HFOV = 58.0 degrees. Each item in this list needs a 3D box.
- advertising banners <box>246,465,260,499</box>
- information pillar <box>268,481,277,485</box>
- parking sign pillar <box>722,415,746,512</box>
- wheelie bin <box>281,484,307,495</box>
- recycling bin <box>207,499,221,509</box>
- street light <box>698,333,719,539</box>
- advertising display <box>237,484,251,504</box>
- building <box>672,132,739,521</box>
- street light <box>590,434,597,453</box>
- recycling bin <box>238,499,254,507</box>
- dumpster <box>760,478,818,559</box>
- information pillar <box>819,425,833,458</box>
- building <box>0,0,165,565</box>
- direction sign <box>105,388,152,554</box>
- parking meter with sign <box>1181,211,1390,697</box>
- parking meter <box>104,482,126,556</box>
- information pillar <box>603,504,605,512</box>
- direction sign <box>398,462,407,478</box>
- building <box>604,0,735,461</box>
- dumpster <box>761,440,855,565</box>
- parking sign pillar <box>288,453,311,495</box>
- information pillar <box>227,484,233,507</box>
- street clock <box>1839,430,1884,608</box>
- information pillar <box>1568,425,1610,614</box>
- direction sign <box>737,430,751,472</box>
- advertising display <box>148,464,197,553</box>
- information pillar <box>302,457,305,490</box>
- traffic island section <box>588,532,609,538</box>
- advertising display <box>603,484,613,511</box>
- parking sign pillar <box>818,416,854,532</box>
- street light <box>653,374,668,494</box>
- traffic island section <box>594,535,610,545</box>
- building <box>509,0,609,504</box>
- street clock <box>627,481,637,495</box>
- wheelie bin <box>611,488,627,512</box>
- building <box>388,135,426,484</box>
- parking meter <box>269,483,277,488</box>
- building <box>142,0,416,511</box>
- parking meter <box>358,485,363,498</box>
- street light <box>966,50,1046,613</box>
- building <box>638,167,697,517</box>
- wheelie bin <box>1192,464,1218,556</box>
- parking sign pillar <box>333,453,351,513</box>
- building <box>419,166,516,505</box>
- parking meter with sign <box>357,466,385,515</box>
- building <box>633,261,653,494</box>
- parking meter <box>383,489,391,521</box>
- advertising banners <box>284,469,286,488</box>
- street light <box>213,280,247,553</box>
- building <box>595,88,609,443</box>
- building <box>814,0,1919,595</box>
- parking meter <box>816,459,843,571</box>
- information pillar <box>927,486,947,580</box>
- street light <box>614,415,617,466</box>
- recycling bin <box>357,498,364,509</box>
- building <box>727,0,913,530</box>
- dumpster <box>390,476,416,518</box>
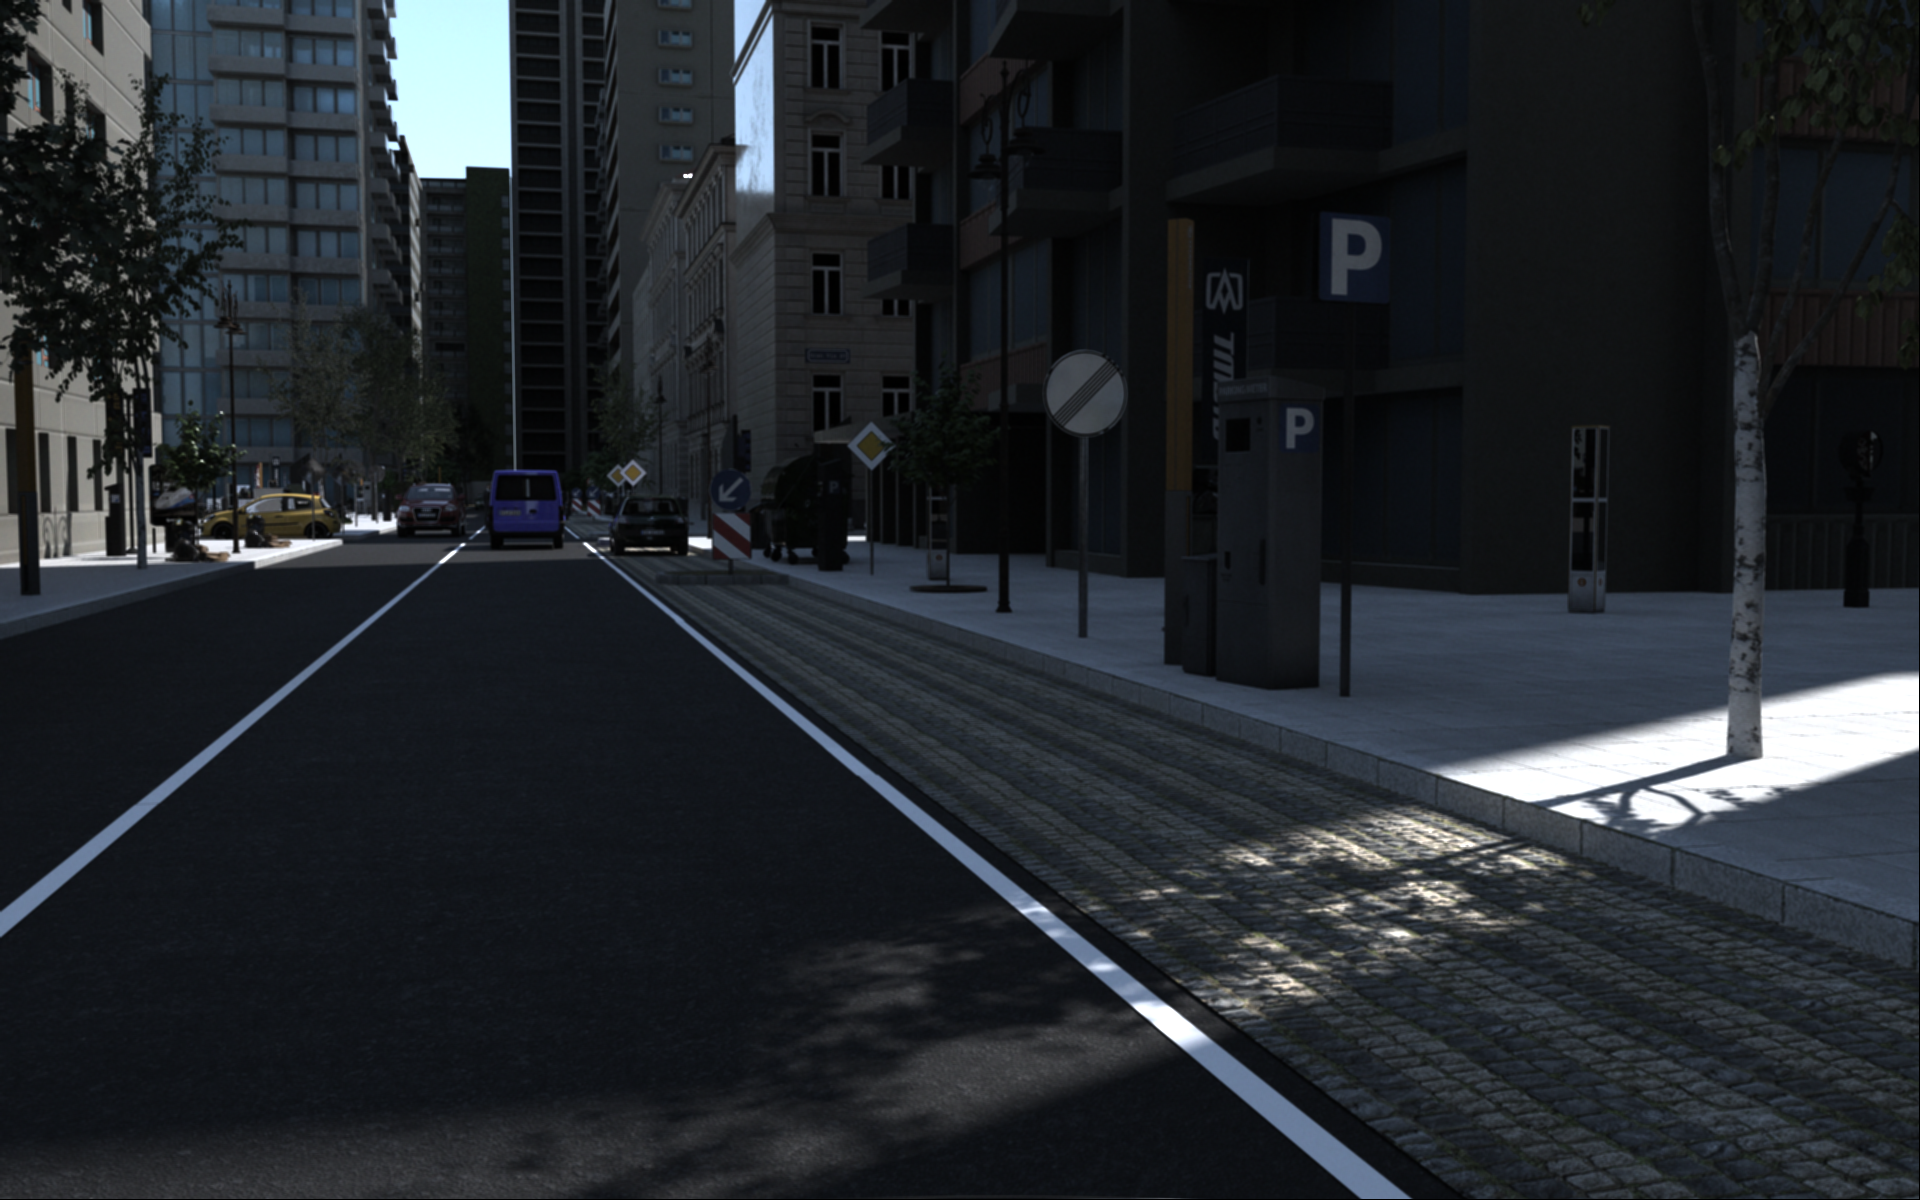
[{"bbox_3d":[-41.600,-6.471,101.989,0.090,3.025,2.074,0,4,-1],"label":"advertising banners"},{"bbox_3d":[-37.614,-5.524,94.807,0.304,2.012,0.304,1,4,19],"label":"information pillar"},{"bbox_3d":[-7.777,-4.345,59.509,1.447,3.967,1.447,-2,4,-25],"label":"parking sign pillar"},{"bbox_3d":[-20.943,-2.846,54.438,0.693,1.594,0.980,1,4,20],"label":"wheelie bin"},{"bbox_3d":[-41.629,-5.163,96.967,0.722,1.027,0.722,2,4,27],"label":"recycling bin"},{"bbox_3d":[-7.206,-4.705,49.714,0.468,5.910,1.993,-1,4,-14],"label":"street light"},{"bbox_3d":[-48.134,-6.794,116.296,0.974,1.923,0.123,-3,5,-39],"label":"advertising display"},{"bbox_3d":[-7.953,-13.487,85.140,10.561,19.102,19.286,-1,4,-14],"label":"building"},{"bbox_3d":[-27.461,-9.602,129.776,0.468,5.910,1.993,-1,4,-14],"label":"street light"},{"bbox_3d":[-34.844,-4.423,84.869,0.722,1.027,0.722,1,4,9],"label":"recycling bin"},{"bbox_3d":[-3.217,-1.747,34.323,1.264,1.857,1.865,-1,4,-14],"label":"dumpster"},{"bbox_3d":[-4.488,-4.100,58.391,0.504,3.616,0.183,-1,4,-22],"label":"information pillar"},{"bbox_3d":[-31.642,-11.201,28.172,28.899,21.520,27.650,-1,4,-14],"label":"building"},{"bbox_3d":[-17.744,-2.755,37.036,0.876,3.537,0.379,-1,4,-20],"label":"direction sign"},{"bbox_3d":[2.090,-0.941,11.638,0.543,3.016,1.738,-2,4,-25],"label":"parking meter with sign"},{"bbox_3d":[-17.444,-1.673,35.764,0.372,1.533,0.369,0,3,0],"label":"parking meter"},{"bbox_3d":[-25.898,-7.472,126.660,0.304,2.012,0.304,-3,4,-37],"label":"information pillar"},{"bbox_3d":[-39.933,-8.079,124.087,0.876,3.537,0.379,2,4,34],"label":"direction sign"},{"bbox_3d":[-19.369,-32.222,150.536,21.300,48.544,21.600,-1,4,-14],"label":"building"},{"bbox_3d":[-2.822,-1.813,32.138,1.502,2.255,1.985,-1,4,-14],"label":"dumpster"},{"bbox_3d":[-42.800,-7.567,112.199,1.447,3.967,1.447,-3,4,-38],"label":"parking sign pillar"},{"bbox_3d":[-51.493,-7.198,122.173,0.304,2.012,0.304,2,4,35],"label":"information pillar"},{"bbox_3d":[10.172,-0.919,19.597,0.471,2.002,0.358,-2,4,-27],"label":"street clock"},{"bbox_3d":[6.782,-0.868,18.689,0.304,2.012,0.304,3,5,41],"label":"information pillar"},{"bbox_3d":[-7.783,-4.225,61.077,0.876,3.537,0.379,-2,4,-30],"label":"direction sign"},{"bbox_3d":[-17.235,-2.002,37.953,0.974,1.923,0.123,-3,5,-45],"label":"advertising display"},{"bbox_3d":[-41.010,-7.150,108.260,0.183,3.616,0.504,-2,4,-27],"label":"information pillar"},{"bbox_3d":[-11.282,-2.149,57.413,2.009,0.180,2.903,-1,4,-14],"label":"traffic island section"},{"bbox_3d":[-21.896,-6.325,108.624,0.974,1.923,0.123,1,4,13],"label":"advertising display"},{"bbox_3d":[-4.374,-4.348,59.562,1.447,3.967,1.447,0,4,0],"label":"parking sign pillar"},{"bbox_3d":[-11.555,-5.753,66.846,0.468,5.910,1.993,-1,4,-14],"label":"street light"},{"bbox_3d":[-9.334,-1.675,49.668,2.009,0.180,2.903,-1,4,-14],"label":"traffic island section"},{"bbox_3d":[-47.201,-48.048,223.833,20.611,71.187,20.563,-1,4,-14],"label":"building"},{"bbox_3d":[-15.658,-4.779,82.706,0.471,2.002,0.358,-1,4,-14],"label":"street clock"},{"bbox_3d":[-18.094,-5.154,92.170,0.980,1.594,0.693,2,4,24],"label":"wheelie bin"},{"bbox_3d":[-68.252,-29.818,179.403,23.993,40.220,32.217,-1,4,-14],"label":"building"},{"bbox_3d":[-36.491,-5.279,92.023,0.399,1.863,0.255,2,4,32],"label":"parking meter"},{"bbox_3d":[-56.855,-31.729,138.378,23.786,49.044,30.456,-1,4,-14],"label":"building"},{"bbox_3d":[-39.286,-6.595,113.541,0.255,1.863,0.399,0,4,-5],"label":"parking meter"},{"bbox_3d":[0.477,-2.804,18.627,0.468,5.910,1.993,-1,4,-14],"label":"street light"},{"bbox_3d":[-13.007,-16.479,105.587,11.583,22.565,21.152,-1,4,-14],"label":"building"},{"bbox_3d":[2.648,-0.640,18.365,0.693,1.594,0.980,3,5,43],"label":"wheelie bin"},{"bbox_3d":[-41.365,-7.772,115.549,1.447,3.967,1.447,-3,4,-38],"label":"parking sign pillar"},{"bbox_3d":[-63.373,-32.681,217.928,14.086,41.232,14.154,-1,4,-14],"label":"building"},{"bbox_3d":[-36.721,-6.820,107.767,1.738,3.016,0.543,0,4,5],"label":"parking meter with sign"},{"bbox_3d":[-17.608,-16.481,124.224,10.420,20.320,16.860,-1,4,-14],"label":"building"},{"bbox_3d":[-27.088,-4.493,81.869,0.372,1.533,0.369,0,3,0],"label":"parking meter"},{"bbox_3d":[-47.511,-7.711,122.268,0.090,3.025,2.074,-2,4,-30],"label":"advertising banners"},{"bbox_3d":[-15.750,-3.959,37.515,0.468,5.910,1.993,-1,4,-14],"label":"street light"},{"bbox_3d":[-28.074,-34.865,189.643,23.786,49.044,30.456,-1,4,-14],"label":"building"},{"bbox_3d":[9.849,-23.294,35.475,22.147,44.769,28.867,-1,4,-14],"label":"building"},{"bbox_3d":[-2.175,-1.416,28.858,0.399,1.863,0.255,-2,4,-33],"label":"parking meter"},{"bbox_3d":[-0.330,-1.304,25.811,0.304,2.012,0.304,-1,4,-9],"label":"information pillar"},{"bbox_3d":[-19.610,-7.701,98.694,0.468,5.910,1.993,-1,4,-14],"label":"street light"},{"bbox_3d":[-37.740,-5.947,109.791,0.722,1.027,0.722,1,4,17],"label":"recycling bin"},{"bbox_3d":[3.773,-16.645,69.404,25.104,27.353,12.463,-1,4,-14],"label":"building"},{"bbox_3d":[-29.615,-5.510,92.574,1.502,2.255,1.985,-1,4,-14],"label":"dumpster"}]
